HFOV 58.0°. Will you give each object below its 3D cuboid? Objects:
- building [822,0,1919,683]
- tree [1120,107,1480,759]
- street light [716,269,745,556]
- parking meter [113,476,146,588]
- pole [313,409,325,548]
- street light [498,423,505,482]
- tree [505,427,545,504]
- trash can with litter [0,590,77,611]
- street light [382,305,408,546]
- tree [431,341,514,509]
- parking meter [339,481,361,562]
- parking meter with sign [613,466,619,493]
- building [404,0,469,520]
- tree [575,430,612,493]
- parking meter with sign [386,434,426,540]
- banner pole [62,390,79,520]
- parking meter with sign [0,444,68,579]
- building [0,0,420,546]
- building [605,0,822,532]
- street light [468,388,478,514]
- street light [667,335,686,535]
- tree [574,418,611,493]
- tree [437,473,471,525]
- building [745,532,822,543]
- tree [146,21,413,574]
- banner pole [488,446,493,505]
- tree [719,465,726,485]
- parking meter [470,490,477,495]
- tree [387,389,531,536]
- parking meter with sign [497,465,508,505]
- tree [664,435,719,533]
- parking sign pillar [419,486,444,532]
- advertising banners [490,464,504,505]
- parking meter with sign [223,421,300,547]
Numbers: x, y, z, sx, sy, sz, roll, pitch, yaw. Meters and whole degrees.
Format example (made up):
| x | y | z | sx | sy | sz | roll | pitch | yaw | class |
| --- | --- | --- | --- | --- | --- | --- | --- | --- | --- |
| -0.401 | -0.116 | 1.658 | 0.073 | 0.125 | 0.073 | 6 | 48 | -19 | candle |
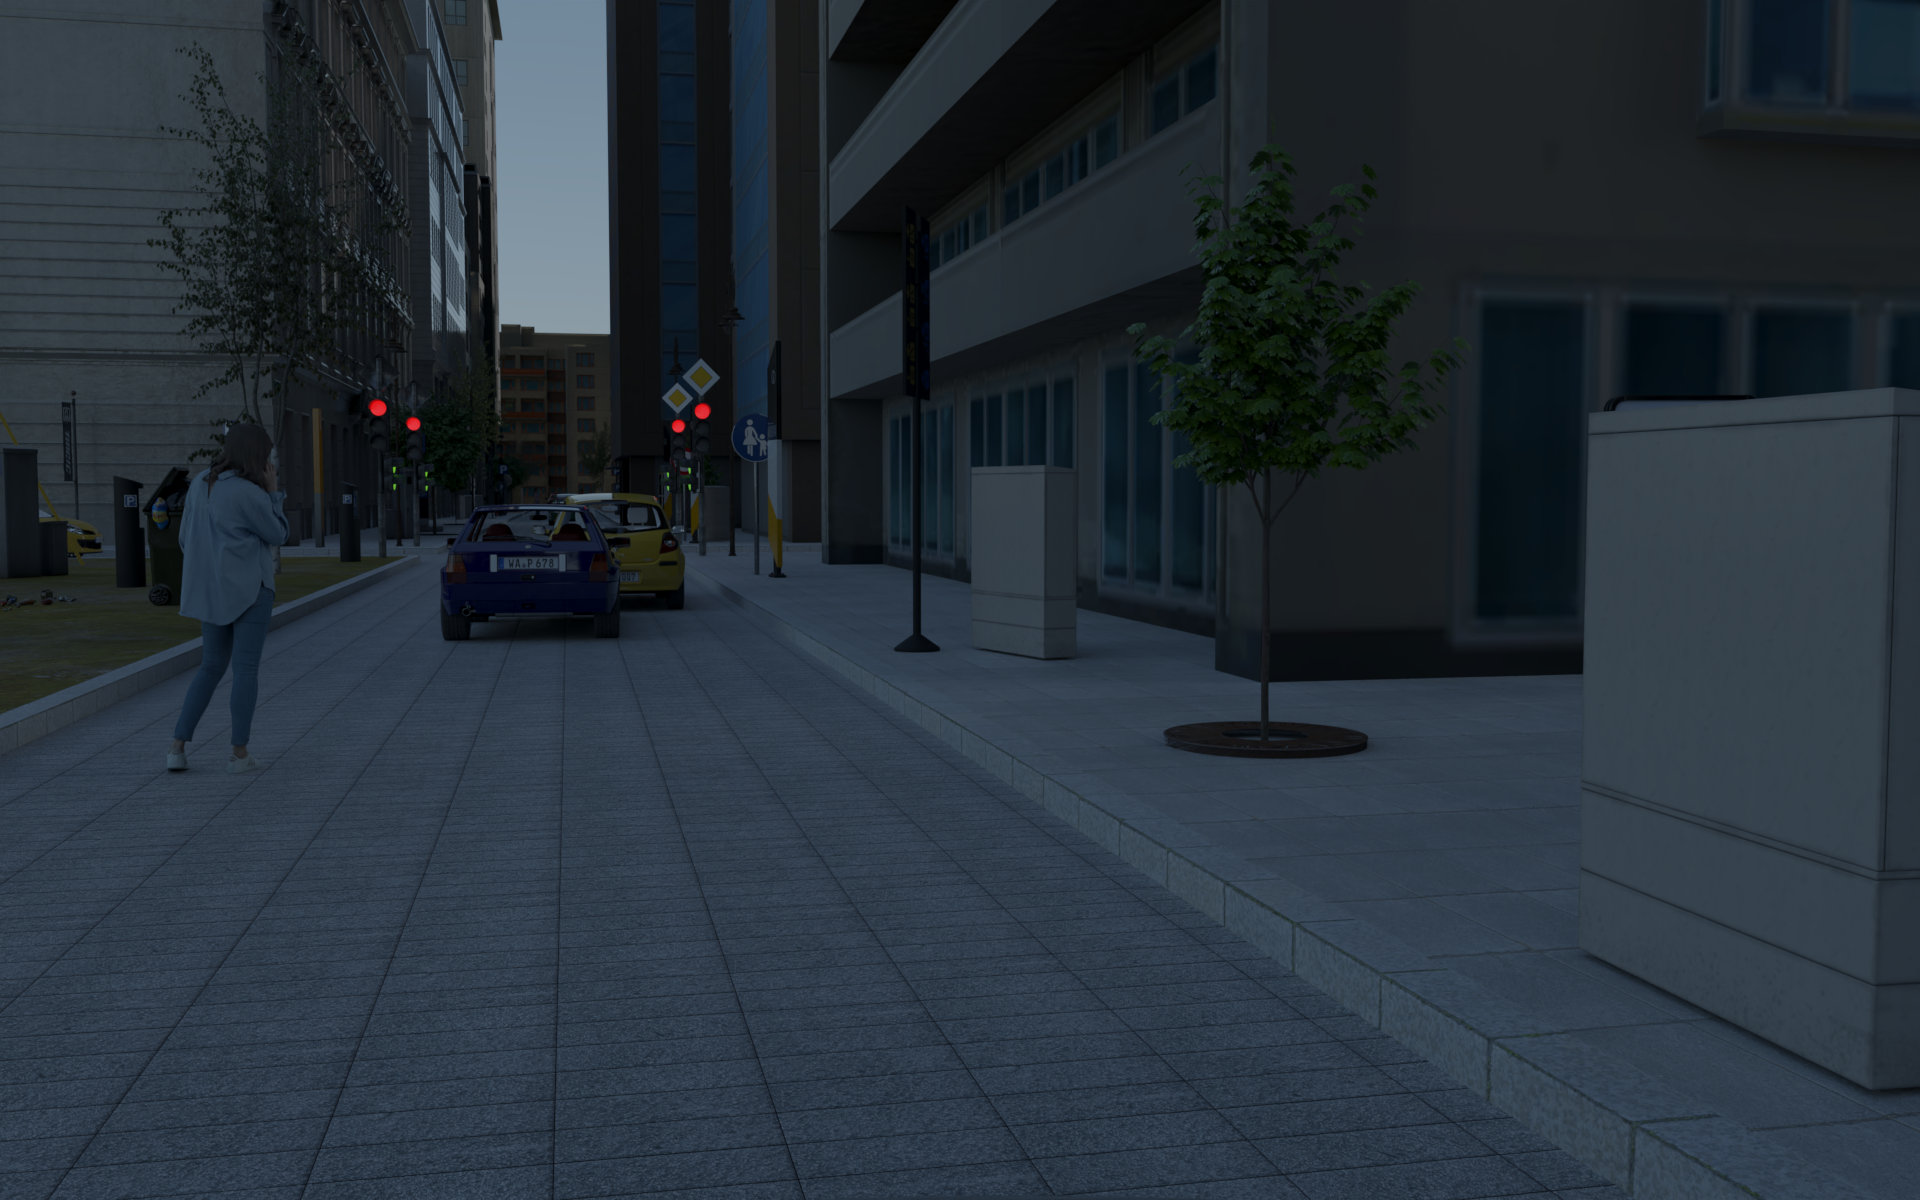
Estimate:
| x | y | z | sx | sy | sz | roll | pitch | yaw | class |
| --- | --- | --- | --- | --- | --- | --- | --- | --- | --- |
| 10.127 | -24.413 | 22.859 | 21.300 | 48.544 | 21.600 | -1 | 4 | -13 | building |
| 1.462 | -0.863 | 8.714 | 1.663 | 3.219 | 1.824 | 0 | 3 | 0 | tree |
| -4.715 | -3.848 | 35.704 | 0.468 | 5.910 | 1.993 | -1 | 4 | -13 | street light |
| -11.431 | -0.944 | 23.848 | 0.372 | 1.533 | 0.369 | 0 | 3 | 0 | parking meter |
| -15.325 | -2.908 | 41.382 | 0.158 | 3.312 | 0.155 | 0 | 3 | 0 | pole |
| -28.680 | -8.296 | 108.421 | 0.468 | 5.910 | 1.993 | -1 | 4 | -13 | street light |
| -48.067 | -14.713 | 190.912 | 4.360 | 8.622 | 3.978 | 0 | 3 | 0 | tree |
| -10.972 | -0.541 | 19.897 | 1.678 | 1.210 | 2.233 | 1 | 4 | 17 | trash can with litter |
| -13.799 | -4.261 | 42.452 | 0.468 | 5.910 | 1.993 | -1 | 4 | -13 | street light |
| -23.564 | -8.151 | 83.626 | 4.737 | 8.622 | 4.395 | 0 | 3 | 0 | tree |
| -11.552 | -1.491 | 32.788 | 0.372 | 1.533 | 0.369 | 0 | 3 | 0 | parking meter |
| -21.302 | -6.816 | 107.709 | 0.543 | 3.016 | 1.738 | -1 | 4 | -12 | parking meter with sign |
| -34.702 | -19.655 | 98.859 | 11.434 | 29.767 | 29.804 | -1 | 4 | -13 | building |
| -40.345 | -14.837 | 192.954 | 4.360 | 8.622 | 3.978 | 0 | 3 | 0 | tree |
| -15.901 | -3.254 | 49.468 | 0.543 | 3.016 | 1.738 | 1 | 4 | 11 | parking meter with sign |
| -21.383 | -3.159 | 41.674 | 0.401 | 3.779 | 0.863 | 0 | 4 | -3 | banner pole |
| -14.485 | -1.849 | 26.499 | 0.543 | 3.016 | 1.738 | 1 | 4 | 15 | parking meter with sign |
| -29.741 | -17.476 | 62.147 | 17.030 | 29.872 | 44.131 | -1 | 4 | -13 | building |
| -7.193 | -25.703 | 70.353 | 14.600 | 45.320 | 14.200 | -1 | 4 | -13 | building |
| -21.280 | -6.286 | 75.558 | 0.468 | 5.910 | 1.993 | -1 | 4 | -13 | street light |
| -8.255 | -4.751 | 50.468 | 0.468 | 5.910 | 1.993 | -1 | 4 | -13 | street light |
| -34.742 | -13.240 | 166.831 | 4.737 | 8.622 | 4.395 | 0 | 3 | 0 | tree |
| -20.945 | -4.697 | 71.397 | 1.663 | 3.219 | 1.824 | 0 | 3 | 0 | tree |
| 0.697 | -24.574 | 51.900 | 14.200 | 45.320 | 14.600 | -1 | 4 | -13 | building |
| -10.980 | -4.734 | 27.770 | 4.360 | 8.622 | 3.978 | 0 | 3 | 0 | tree |
| -24.710 | -6.188 | 91.187 | 0.401 | 3.779 | 0.863 | -2 | 4 | -30 | banner pole |
| -8.876 | -3.975 | 59.592 | 1.663 | 3.219 | 1.824 | 0 | 3 | 0 | tree |
| -27.197 | -5.414 | 96.936 | 0.372 | 1.533 | 0.369 | 0 | 3 | 0 | parking meter |
| -16.425 | -4.306 | 54.115 | 4.285 | 4.588 | 4.351 | 0 | 3 | 0 | tree |
| -27.605 | -6.614 | 104.396 | 0.543 | 3.016 | 1.738 | -1 | 4 | -22 | parking meter with sign |
| -8.974 | -3.825 | 57.137 | 1.663 | 3.219 | 1.824 | 0 | 3 | 0 | tree |
| -18.308 | -4.299 | 58.769 | 1.447 | 3.967 | 1.447 | -1 | 4 | -21 | parking sign pillar |
| -26.814 | -6.361 | 100.183 | 0.090 | 3.025 | 2.074 | 0 | 4 | 6 | advertising banners |
| -16.851 | -2.791 | 41.891 | 0.543 | 3.016 | 1.738 | 2 | 4 | 32 | parking meter with sign |
